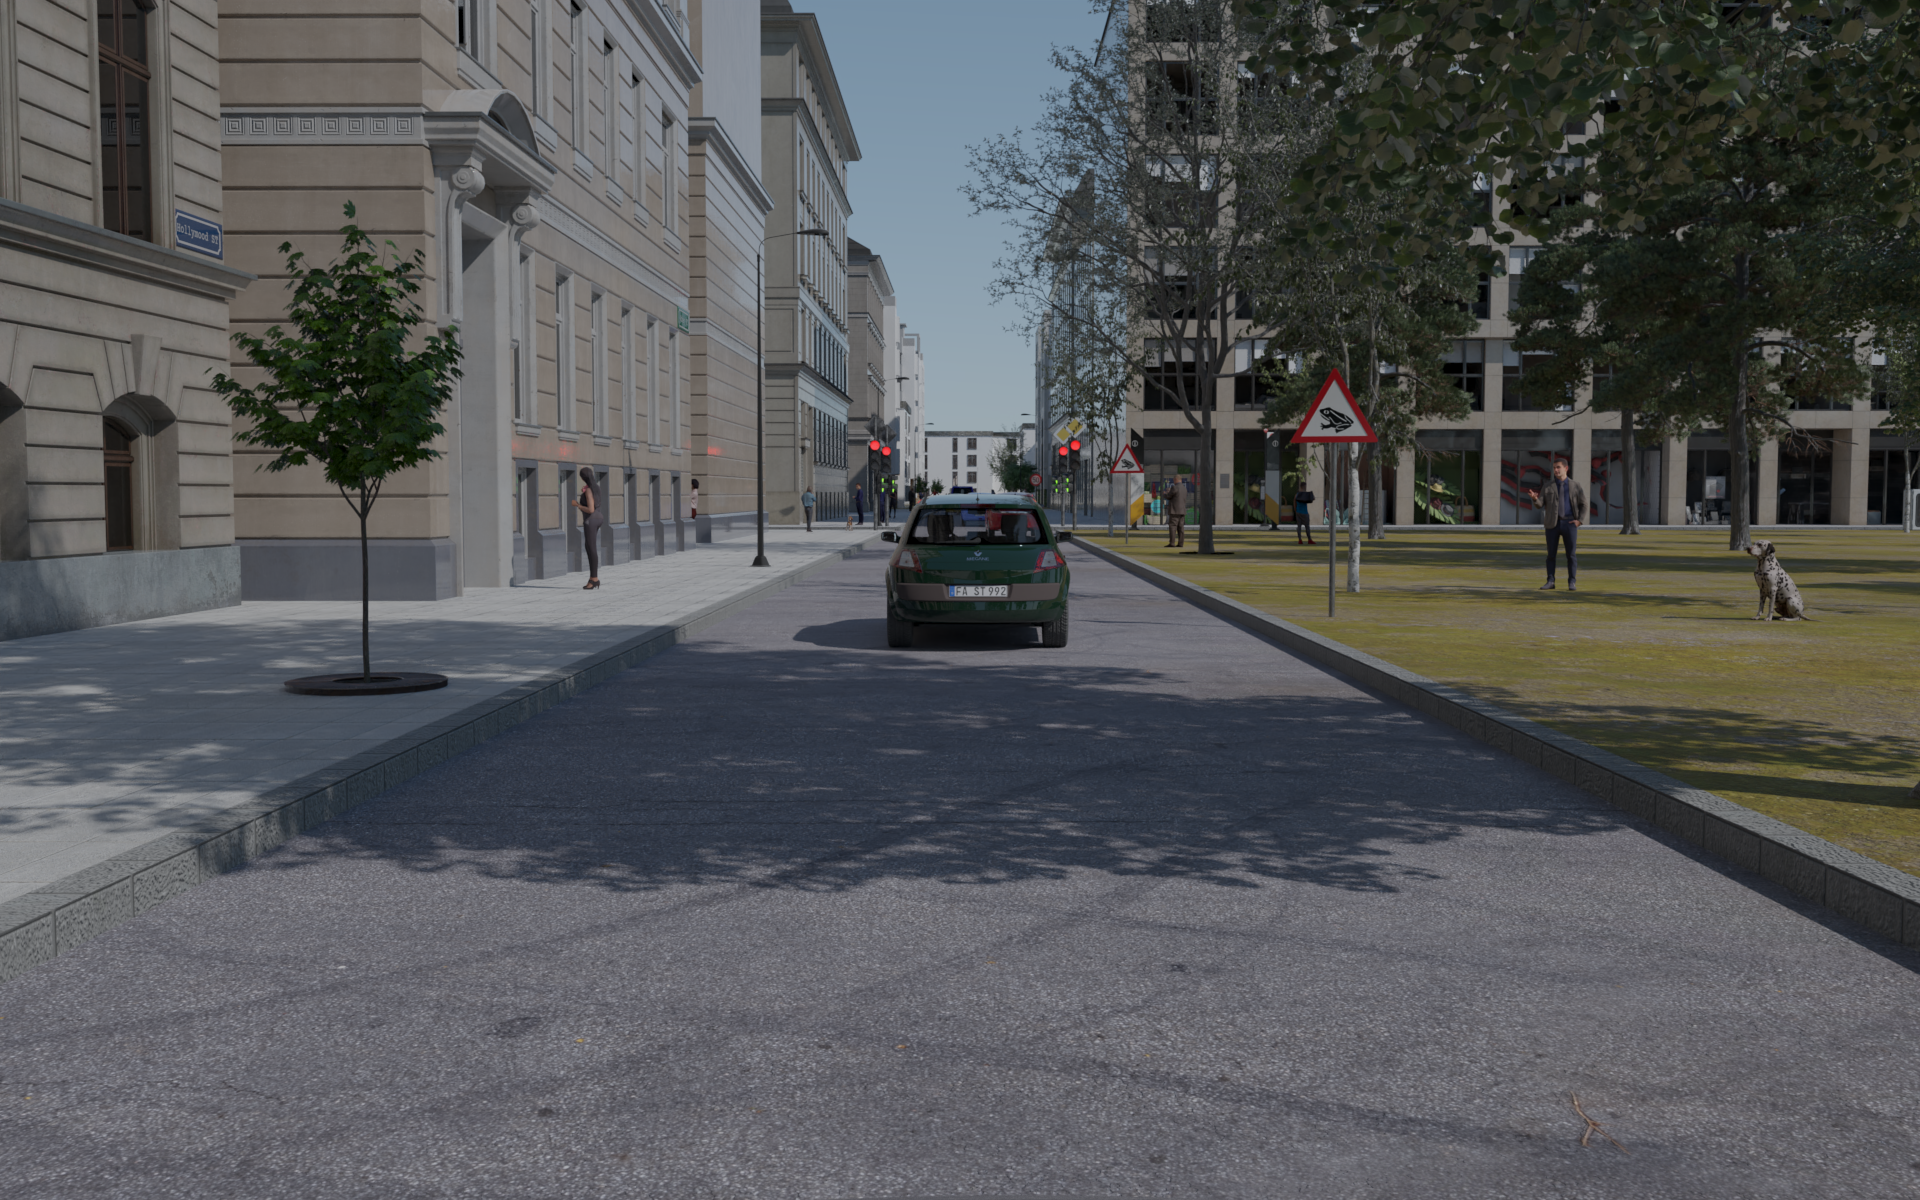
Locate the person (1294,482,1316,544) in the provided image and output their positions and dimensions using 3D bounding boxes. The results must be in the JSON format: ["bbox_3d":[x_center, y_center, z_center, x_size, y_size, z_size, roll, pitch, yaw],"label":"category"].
[{"bbox_3d":[8.831,-2.221,44.225,0.647,1.594,0.662,3,4,38],"label":"person"}]

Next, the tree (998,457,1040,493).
[{"bbox_3d":[5.552,-10.362,153.127,4.285,4.588,4.351,0,3,0],"label":"tree"}]

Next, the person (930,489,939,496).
[{"bbox_3d":[-2.729,-11.065,186.894,1.348,1.831,0.705,0,4,8],"label":"person"}]

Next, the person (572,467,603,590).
[{"bbox_3d":[-5.025,-0.966,23.312,0.415,1.643,0.593,-3,4,-38],"label":"person"}]

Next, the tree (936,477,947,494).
[{"bbox_3d":[-2.960,-12.558,199.917,1.663,3.219,1.824,0,3,0],"label":"tree"}]

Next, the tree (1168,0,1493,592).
[{"bbox_3d":[4.943,-4.400,22.301,4.360,8.622,3.978,0,3,0],"label":"tree"}]

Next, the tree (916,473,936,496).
[{"bbox_3d":[-3.386,-9.136,143.966,1.663,3.219,1.824,0,3,0],"label":"tree"}]

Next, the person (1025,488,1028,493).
[{"bbox_3d":[5.103,-8.032,137.890,0.750,1.759,0.617,1,4,19],"label":"person"}]

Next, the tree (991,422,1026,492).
[{"bbox_3d":[5.167,-13.836,176.583,4.360,8.622,3.978,0,3,0],"label":"tree"}]

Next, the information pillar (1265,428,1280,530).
[{"bbox_3d":[11.087,-4.284,61.405,0.504,3.616,0.183,-1,4,-10],"label":"information pillar"}]

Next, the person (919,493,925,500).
[{"bbox_3d":[-3.492,-9.403,159.648,0.599,1.838,0.709,-1,4,-19],"label":"person"}]

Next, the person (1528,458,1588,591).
[{"bbox_3d":[7.938,-1.006,23.023,0.617,1.759,0.750,3,4,37],"label":"person"}]

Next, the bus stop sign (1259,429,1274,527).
[{"bbox_3d":[12.158,-4.858,68.126,0.855,3.939,0.416,-3,4,-36],"label":"bus stop sign"}]

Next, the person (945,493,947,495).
[{"bbox_3d":[-1.041,-8.050,142.803,0.574,1.496,0.600,2,4,35],"label":"person"}]

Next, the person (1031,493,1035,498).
[{"bbox_3d":[6.184,-9.262,157.608,1.348,1.807,0.705,0,4,3],"label":"person"}]

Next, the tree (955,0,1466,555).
[{"bbox_3d":[5.123,-7.713,36.481,12.009,13.543,11.850,0,3,0],"label":"tree"}]

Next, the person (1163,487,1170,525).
[{"bbox_3d":[8.512,-3.815,70.630,0.429,1.552,0.499,1,4,18],"label":"person"}]

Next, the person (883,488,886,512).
[{"bbox_3d":[-4.753,-6.187,107.745,0.434,1.755,0.990,1,4,23],"label":"person"}]

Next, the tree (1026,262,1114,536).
[{"bbox_3d":[4.336,-6.236,52.318,4.360,8.622,3.978,0,3,0],"label":"tree"}]

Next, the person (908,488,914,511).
[{"bbox_3d":[-3.606,-7.529,129.822,0.565,1.739,0.600,2,4,35],"label":"person"}]

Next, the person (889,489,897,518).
[{"bbox_3d":[-3.607,-5.120,91.226,0.593,1.643,0.415,1,4,9],"label":"person"}]

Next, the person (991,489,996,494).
[{"bbox_3d":[2.155,-6.381,113.500,0.621,1.740,0.551,0,4,-3],"label":"person"}]

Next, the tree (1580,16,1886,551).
[{"bbox_3d":[17.678,-7.159,39.104,6.751,12.117,7.091,0,3,0],"label":"tree"}]

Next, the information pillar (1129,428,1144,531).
[{"bbox_3d":[6.222,-4.259,60.981,0.504,3.616,0.183,-1,4,-9],"label":"information pillar"}]

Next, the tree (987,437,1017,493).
[{"bbox_3d":[5.467,-16.554,221.025,4.737,8.622,4.395,0,3,0],"label":"tree"}]

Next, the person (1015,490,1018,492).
[{"bbox_3d":[5.247,-9.380,159.430,0.705,1.821,1.348,0,3,0],"label":"person"}]

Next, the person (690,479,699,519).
[{"bbox_3d":[-6.516,-2.065,41.268,0.566,1.644,0.517,2,4,29],"label":"person"}]

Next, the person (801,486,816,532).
[{"bbox_3d":[-5.067,-3.043,58.008,0.429,1.552,0.499,-2,4,-31],"label":"person"}]

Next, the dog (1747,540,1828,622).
[{"bbox_3d":[8.401,-0.191,17.509,0.800,0.831,0.513,2,4,28],"label":"dog"}]

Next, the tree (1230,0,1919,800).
[{"bbox_3d":[4.239,-6.115,6.639,9.857,13.997,8.962,0,3,0],"label":"tree"}]

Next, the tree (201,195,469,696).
[{"bbox_3d":[-4.063,-1.025,11.353,1.663,3.219,1.824,0,3,0],"label":"tree"}]

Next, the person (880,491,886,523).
[{"bbox_3d":[-3.547,-4.271,76.576,0.504,1.737,0.576,1,4,19],"label":"person"}]

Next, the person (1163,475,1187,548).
[{"bbox_3d":[5.162,-2.140,41.717,0.600,1.739,0.565,1,4,18],"label":"person"}]

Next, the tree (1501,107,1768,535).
[{"bbox_3d":[21.123,-9.012,54.762,7.806,13.903,7.818,0,3,0],"label":"tree"}]

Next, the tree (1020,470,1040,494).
[{"bbox_3d":[5.631,-8.929,140.596,1.663,3.219,1.824,0,3,0],"label":"tree"}]

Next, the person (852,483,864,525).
[{"bbox_3d":[-4.233,-3.981,71.838,0.504,1.737,0.576,-2,4,-23],"label":"person"}]
